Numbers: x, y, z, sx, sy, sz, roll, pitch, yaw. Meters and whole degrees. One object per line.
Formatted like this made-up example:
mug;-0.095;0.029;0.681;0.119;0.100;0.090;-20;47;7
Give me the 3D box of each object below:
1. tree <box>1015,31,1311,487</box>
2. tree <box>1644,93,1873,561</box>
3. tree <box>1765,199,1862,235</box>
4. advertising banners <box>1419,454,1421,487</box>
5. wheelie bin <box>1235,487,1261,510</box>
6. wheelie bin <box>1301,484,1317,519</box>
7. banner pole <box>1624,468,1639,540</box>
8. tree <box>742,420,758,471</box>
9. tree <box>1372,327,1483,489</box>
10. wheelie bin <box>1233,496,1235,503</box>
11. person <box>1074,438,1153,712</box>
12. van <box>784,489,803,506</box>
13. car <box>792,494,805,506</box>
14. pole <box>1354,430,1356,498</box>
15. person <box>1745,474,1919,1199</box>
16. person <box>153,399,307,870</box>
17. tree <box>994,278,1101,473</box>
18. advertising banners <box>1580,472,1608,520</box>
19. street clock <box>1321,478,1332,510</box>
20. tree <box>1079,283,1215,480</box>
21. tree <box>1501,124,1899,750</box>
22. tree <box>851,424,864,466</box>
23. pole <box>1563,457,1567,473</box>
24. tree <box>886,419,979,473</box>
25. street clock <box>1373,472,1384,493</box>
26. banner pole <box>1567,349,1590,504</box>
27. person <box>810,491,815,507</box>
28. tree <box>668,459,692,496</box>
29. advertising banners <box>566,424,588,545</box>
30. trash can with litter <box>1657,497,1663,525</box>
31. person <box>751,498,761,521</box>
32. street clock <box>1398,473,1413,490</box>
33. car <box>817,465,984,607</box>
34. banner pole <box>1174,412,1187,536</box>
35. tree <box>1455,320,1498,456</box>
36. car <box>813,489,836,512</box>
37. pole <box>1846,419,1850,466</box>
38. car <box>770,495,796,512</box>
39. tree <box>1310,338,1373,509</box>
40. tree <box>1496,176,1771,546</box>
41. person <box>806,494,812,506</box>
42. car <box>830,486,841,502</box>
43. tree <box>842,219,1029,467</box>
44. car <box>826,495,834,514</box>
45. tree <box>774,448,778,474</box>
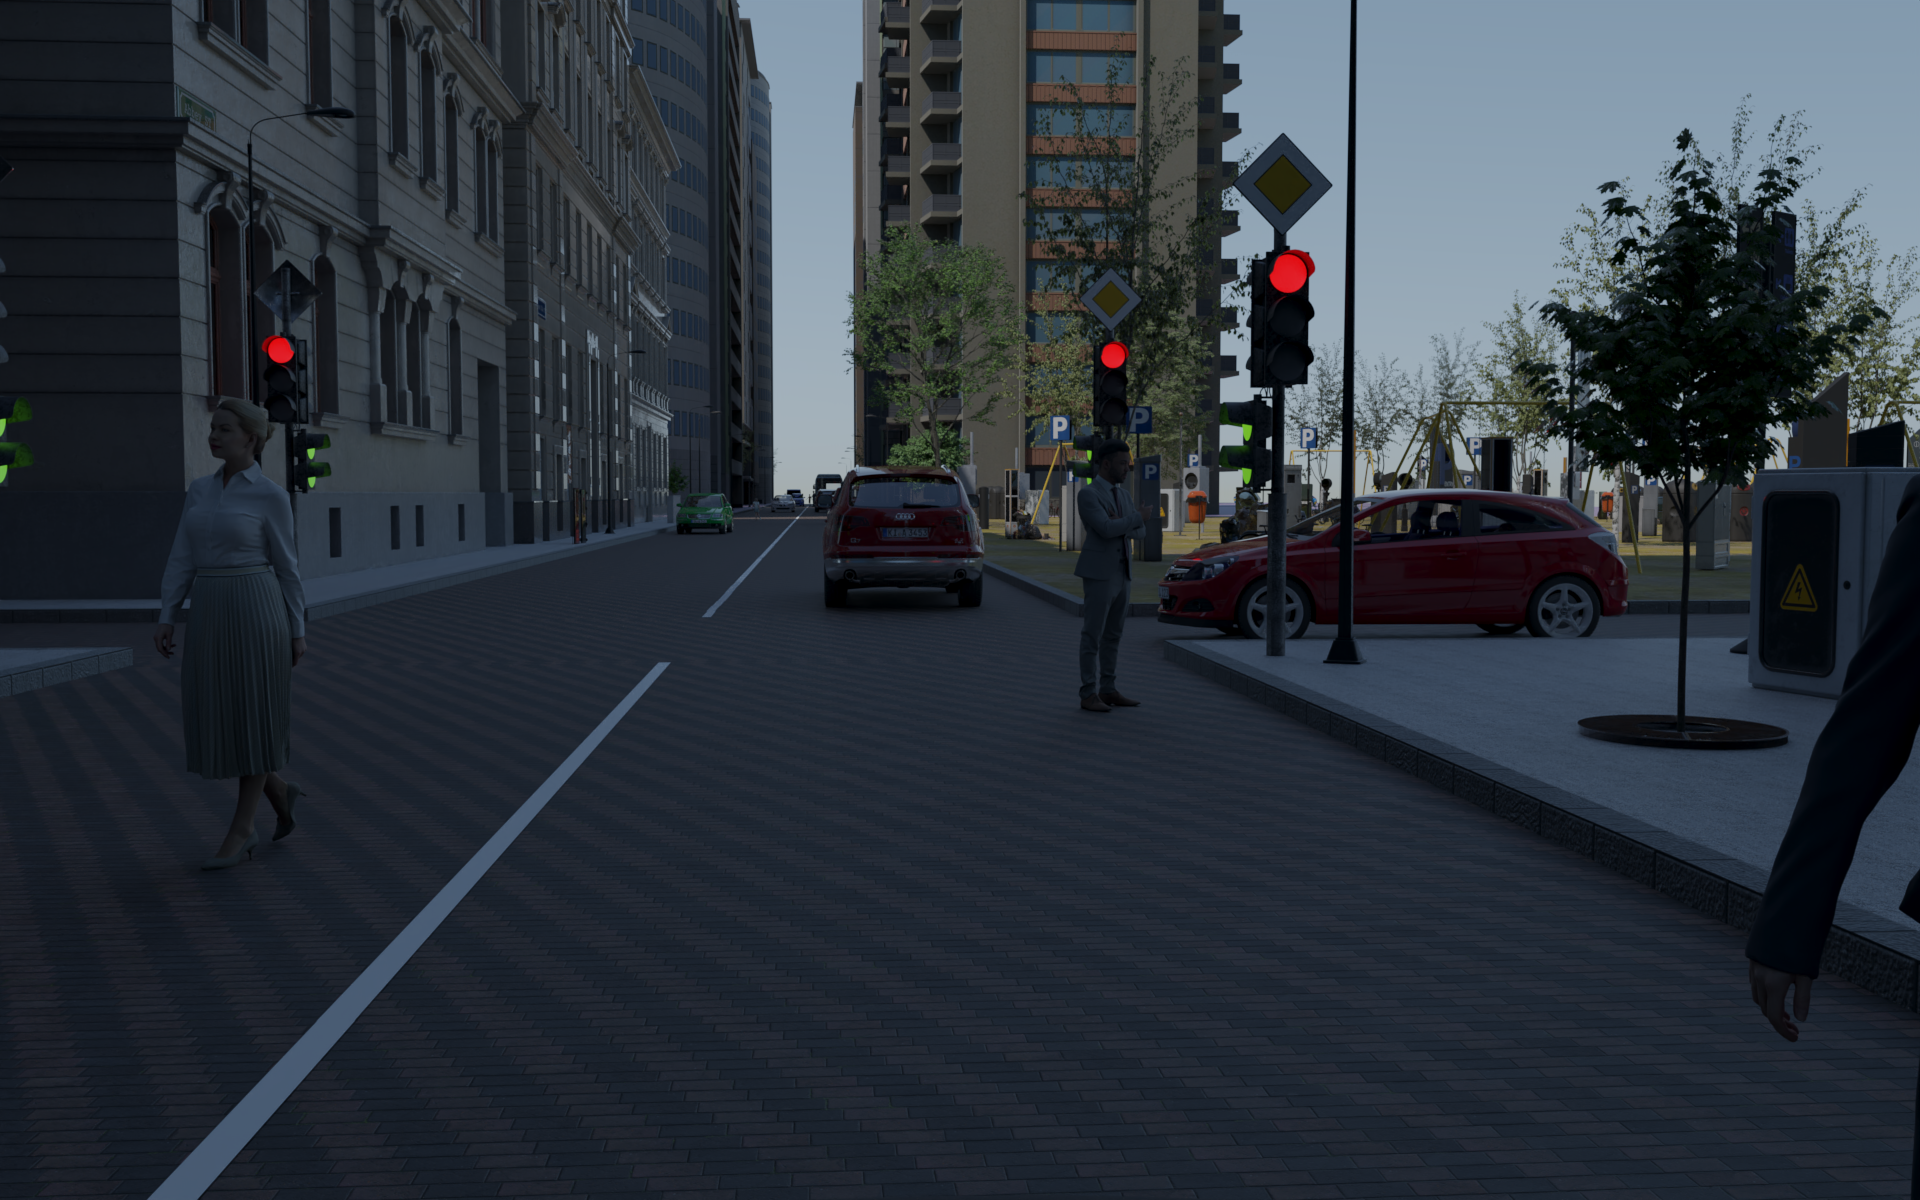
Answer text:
tree;2.793;-4.794;28.739;4.360;8.622;3.978;0;3;0
tree;14.876;-5.050;32.931;4.360;8.622;3.978;0;3;0
tree;20.564;-5.637;42.524;4.737;8.622;4.395;0;3;0
advertising banners;18.516;-4.478;69.406;0.090;3.025;2.074;1;4;21
wheelie bin;10.394;-3.315;62.102;0.693;1.594;0.980;1;4;19
wheelie bin;10.410;-2.752;52.903;0.980;1.594;0.693;1;4;13
banner pole;18.869;-3.594;48.779;0.401;3.779;0.863;0;4;-1
tree;-22.069;-13.481;170.775;4.360;8.622;3.978;0;3;0
tree;21.266;-7.732;76.780;4.360;8.622;3.978;0;3;0
wheelie bin;12.449;-4.163;75.973;0.980;1.594;0.693;1;4;19
person;1.035;-0.173;11.513;0.466;1.800;0.511;2;4;27
van;-19.868;-12.396;207.060;2.240;2.365;5.245;0;4;-6
car;-18.967;-11.744;201.604;1.945;1.707;3.694;0;4;-6
pole;12.576;-3.772;55.523;0.158;3.312;0.155;0;3;0
person;1.291;0.420;2.060;0.576;1.772;0.534;-1;4;-16
person;-2.820;0.115;6.846;0.478;1.798;0.641;1;4;20
tree;3.516;-6.587;58.056;4.737;8.622;4.395;0;3;0
advertising banners;31.542;-5.531;86.626;2.074;3.025;0.090;-1;4;-15
street clock;16.790;-4.575;79.371;0.471;2.002;0.358;3;5;44
tree;10.160;-10.731;93.581;7.486;12.596;7.792;0;3;0
tree;3.842;-0.894;9.223;1.663;3.219;1.824;0;3;0
tree;-9.335;-14.059;180.231;4.360;8.622;3.978;0;3;0
pole;33.440;-6.235;95.778;0.158;3.312;0.155;0;3;0
tree;-0.897;-5.595;75.191;4.285;4.588;4.351;0;3;0
street clock;13.987;-3.260;57.875;0.358;2.002;0.471;3;4;36
banner pole;8.523;-2.072;23.894;0.401;3.779;0.863;3;5;42
person;-16.327;-11.278;192.981;0.705;1.814;1.350;1;4;20
tree;-15.549;-6.141;95.007;1.663;3.219;1.824;0;3;0
advertising banners;-9.850;-2.953;44.468;0.090;3.025;2.074;0;4;1
trash can with litter;29.307;-3.741;72.548;0.624;1.170;1.055;3;5;43
person;-10.999;-4.884;93.368;0.505;1.210;0.382;-1;4;-22
street clock;15.161;-3.331;59.026;0.471;2.002;0.358;0;4;-3
car;-0.819;-0.910;23.560;2.281;1.827;5.304;0;4;-3
banner pole;6.739;-3.841;52.813;0.401;3.779;0.863;0;4;4
tree;20.833;-6.881;62.865;4.737;8.622;4.395;0;3;0
car;-10.479;-7.859;137.163;2.281;1.827;5.304;0;4;-6
pole;23.934;-3.242;46.846;0.158;3.312;0.155;0;3;0
car;-14.017;-7.644;137.339;2.083;1.381;4.827;0;4;-5
tree;17.041;-8.043;81.861;4.360;8.622;3.978;0;3;0
tree;15.901;-5.555;41.188;4.737;8.622;4.395;0;3;0
person;-17.824;-11.824;205.088;1.065;1.426;0.557;3;5;44
car;-5.129;-4.502;82.283;2.281;1.827;5.304;0;4;-5
tree;-0.968;-8.607;66.473;9.928;11.665;9.643;0;3;0
car;-7.970;-6.302;115.399;2.083;1.381;4.827;0;4;-5
tree;-28.508;-18.640;255.121;4.360;8.622;3.978;0;3;0
